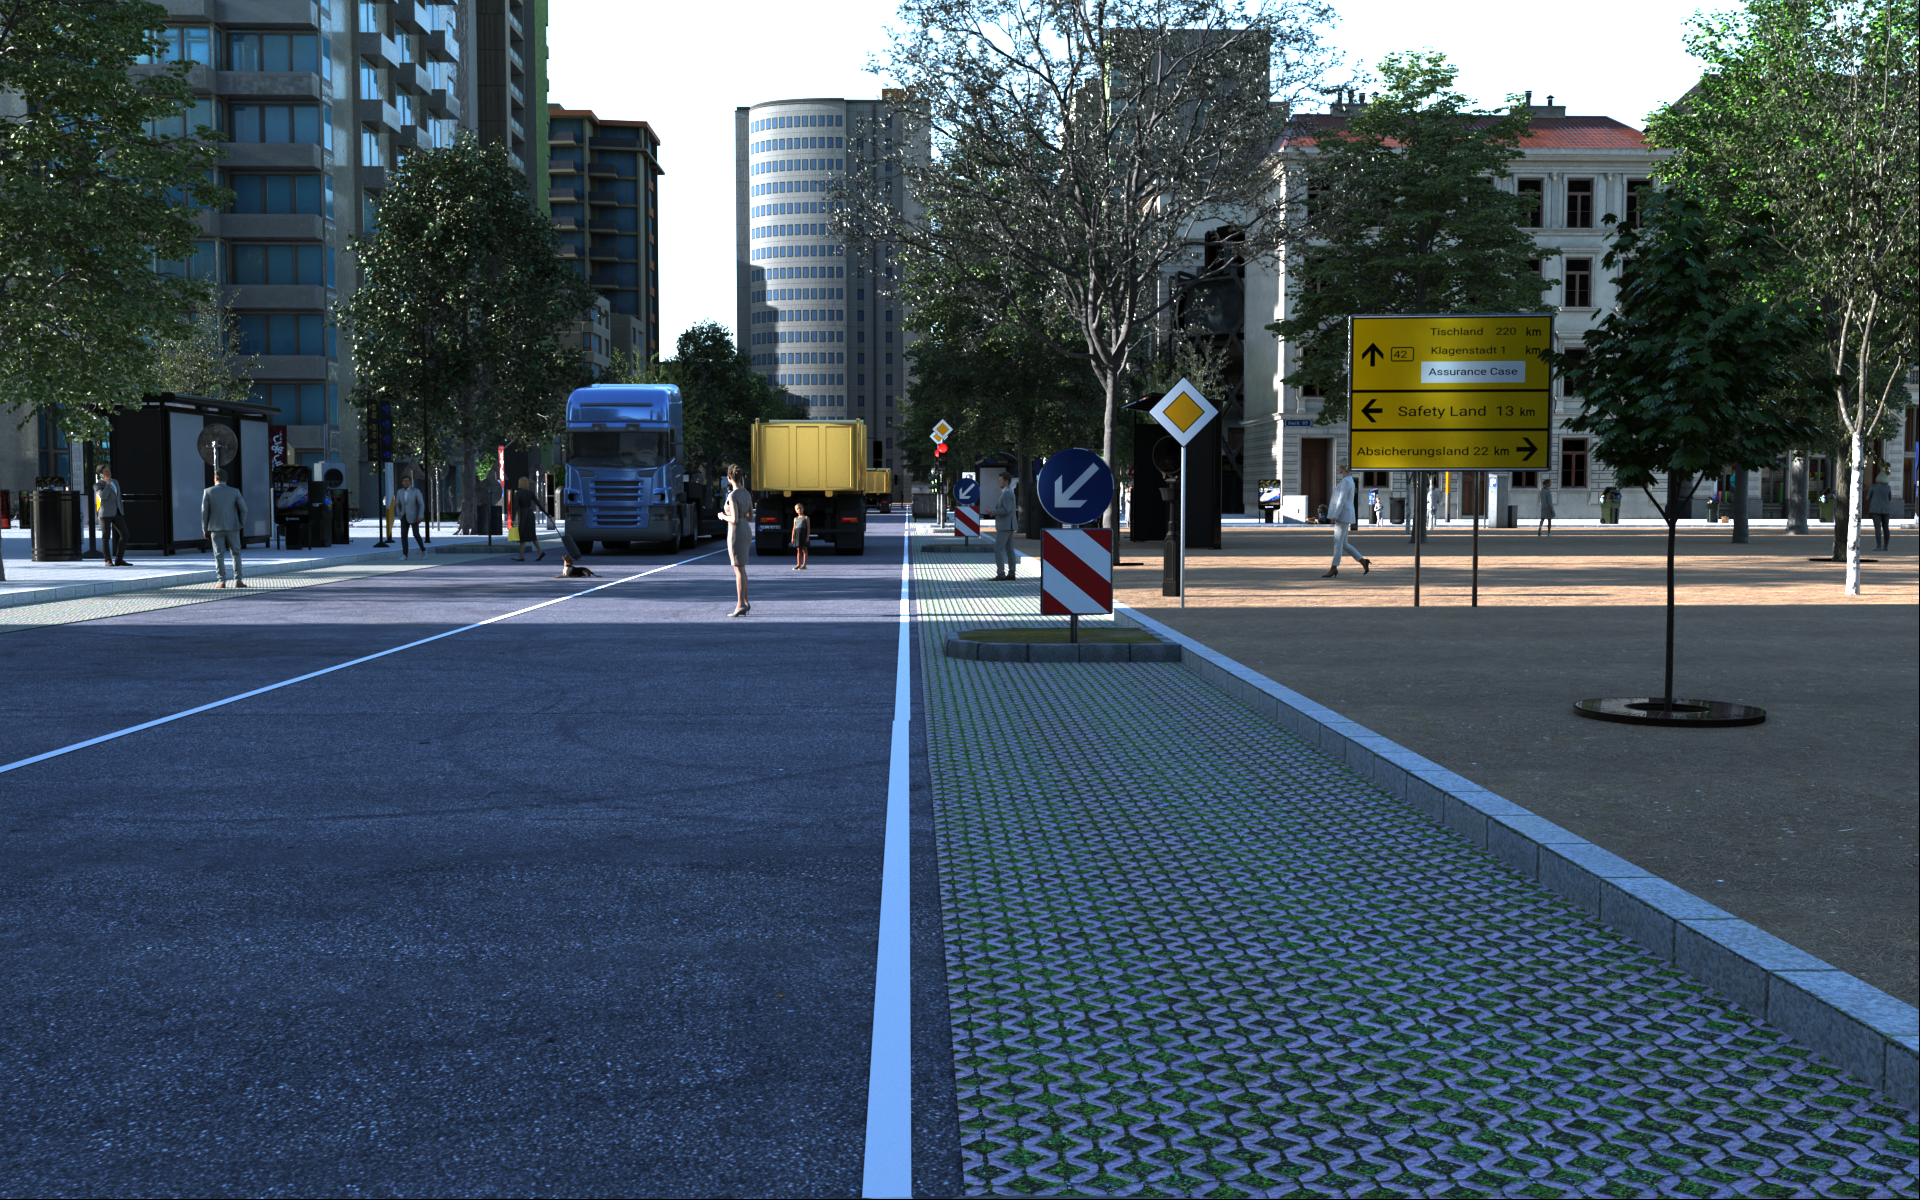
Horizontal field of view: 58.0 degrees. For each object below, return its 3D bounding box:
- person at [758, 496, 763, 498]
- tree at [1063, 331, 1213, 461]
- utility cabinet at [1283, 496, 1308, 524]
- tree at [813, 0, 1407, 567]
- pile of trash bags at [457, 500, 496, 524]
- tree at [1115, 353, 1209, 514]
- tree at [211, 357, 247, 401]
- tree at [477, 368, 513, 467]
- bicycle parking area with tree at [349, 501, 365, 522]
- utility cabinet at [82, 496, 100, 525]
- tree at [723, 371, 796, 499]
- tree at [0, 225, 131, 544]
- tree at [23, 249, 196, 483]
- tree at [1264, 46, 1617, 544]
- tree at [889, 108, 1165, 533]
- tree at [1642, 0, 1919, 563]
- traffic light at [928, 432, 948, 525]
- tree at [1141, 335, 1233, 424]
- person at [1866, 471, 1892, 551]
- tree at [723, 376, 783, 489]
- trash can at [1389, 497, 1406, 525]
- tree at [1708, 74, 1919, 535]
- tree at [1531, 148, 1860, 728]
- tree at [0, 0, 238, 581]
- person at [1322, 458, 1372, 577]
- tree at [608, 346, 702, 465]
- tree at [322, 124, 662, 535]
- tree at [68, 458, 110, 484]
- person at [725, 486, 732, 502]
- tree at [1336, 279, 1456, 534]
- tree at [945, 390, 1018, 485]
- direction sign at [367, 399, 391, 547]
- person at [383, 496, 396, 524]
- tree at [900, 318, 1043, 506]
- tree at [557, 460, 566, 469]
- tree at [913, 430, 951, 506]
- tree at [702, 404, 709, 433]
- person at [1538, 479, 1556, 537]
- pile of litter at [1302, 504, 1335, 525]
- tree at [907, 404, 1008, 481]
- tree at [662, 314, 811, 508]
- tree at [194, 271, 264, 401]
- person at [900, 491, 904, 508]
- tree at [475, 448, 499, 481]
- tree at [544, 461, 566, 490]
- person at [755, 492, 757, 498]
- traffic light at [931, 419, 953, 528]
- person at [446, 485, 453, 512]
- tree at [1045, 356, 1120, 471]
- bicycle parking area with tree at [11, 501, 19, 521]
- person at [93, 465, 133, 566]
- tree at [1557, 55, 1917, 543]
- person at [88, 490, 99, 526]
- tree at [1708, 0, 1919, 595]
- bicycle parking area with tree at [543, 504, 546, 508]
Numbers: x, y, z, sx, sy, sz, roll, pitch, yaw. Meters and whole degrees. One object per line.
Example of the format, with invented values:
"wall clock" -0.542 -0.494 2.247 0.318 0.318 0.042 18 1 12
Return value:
"person" -21.653 -11.321 191.108 1.348 1.831 0.705 0 4 0
"tree" 9.858 -9.979 97.566 8.767 10.594 7.601 0 4 4
"utility cabinet" 14.483 -3.893 74.808 1.020 1.237 0.306 2 4 30
"tree" 2.691 -7.376 30.960 12.009 13.543 11.850 0 3 0
"pile of trash bags" -19.969 -3.995 75.062 1.912 1.369 3.447 2 4 33
"tree" 11.111 -8.599 90.959 4.737 8.622 4.395 0 3 0
"tree" -32.898 -7.541 73.665 4.737 8.622 4.395 0 3 0
"tree" -26.163 -9.101 99.160 4.360 8.622 3.978 0 3 0
"bicycle parking area with tree" -31.864 -5.716 80.461 9.016 4.147 8.231 0 4 -5
"utility cabinet" -35.799 -3.652 70.879 1.020 1.237 0.306 0 4 -7
"tree" -18.490 -14.781 159.798 7.486 12.596 7.792 0 3 0
"tree" -22.491 -5.706 43.658 4.737 8.622 4.395 0 3 0
"tree" -25.062 -6.135 50.665 4.360 8.622 3.978 0 3 0
"tree" 11.876 -7.768 45.138 7.486 12.596 7.792 0 3 0
"tree" 2.206 -9.173 56.631 9.857 13.997 8.962 0 3 0
"tree" 16.678 -6.539 32.674 9.928 11.665 9.643 0 3 0
"traffic light" -0.905 -5.119 72.614 0.839 4.253 0.868 0 4 -2
"tree" 10.737 -7.960 80.515 4.360 8.622 3.978 0 3 0
"person" 20.722 -2.010 39.092 0.537 1.800 0.526 1 4 13
"tree" -18.301 -13.537 147.087 9.928 11.665 9.643 0 3 0
"trash can" 18.465 -3.759 73.118 0.748 1.137 0.748 0 3 0
"tree" 26.448 -9.039 54.439 9.857 13.997 8.962 0 3 0
"tree" 4.054 -0.928 9.782 1.663 3.219 1.824 0 3 0
"tree" -14.707 -6.555 25.294 7.486 12.596 7.792 0 3 0
"person" 5.973 -1.268 26.660 0.818 1.842 0.514 0 4 -2
"tree" -16.006 -8.252 85.277 4.737 8.622 4.395 0 3 0
"tree" -15.413 -8.394 54.243 9.611 12.733 9.660 0 3 0
"tree" -40.128 -5.229 80.087 1.663 3.219 1.824 0 3 0
"person" -10.618 -4.375 80.217 0.419 1.800 0.721 2 4 29
"tree" 14.069 -6.387 54.792 4.360 8.622 3.978 0 3 0
"tree" 1.240 -9.260 101.771 4.360 8.622 3.978 0 3 0
"direction sign" -13.950 -3.037 41.648 0.379 3.537 0.876 1 4 16
"person" -24.133 -3.952 73.247 0.503 1.515 0.523 -1 4 -21
"tree" -0.300 -11.785 110.808 7.486 12.596 7.792 0 3 0
"tree" -29.058 -9.076 132.099 4.285 4.588 4.351 0 3 0
"tree" -1.256 -15.982 187.064 9.928 11.665 9.643 0 3 0
"tree" -15.504 -8.673 92.165 4.737 8.622 4.395 0 3 0
"person" 17.602 -2.764 51.987 0.466 1.731 0.760 3 4 36
"pile of litter" 15.076 -3.607 72.938 1.719 0.858 1.176 -1 4 -13
"tree" -0.272 -12.137 132.859 8.767 10.594 7.601 1 4 10
"tree" -16.008 -11.852 110.787 9.611 12.733 9.660 0 3 0
"tree" -25.479 -6.568 57.743 4.360 8.622 3.978 0 3 0
"person" -5.876 -10.337 178.336 0.721 1.723 1.217 0 4 -7
"tree" -31.855 -8.286 119.195 4.285 4.588 4.351 0 3 0
"tree" -20.906 -5.906 91.157 1.663 3.219 1.824 0 3 0
"person" -19.900 -9.814 166.600 0.705 1.812 1.348 2 4 29
"traffic light" -0.664 -4.631 64.633 0.839 4.253 0.868 0 4 -2
"person" -27.589 -5.344 93.766 0.374 1.781 0.599 -3 4 -37
"tree" 8.439 -13.590 140.323 7.486 12.596 7.792 0 3 0
"bicycle parking area with tree" -47.342 -5.685 79.951 8.231 4.147 9.016 3 5 45
"person" -15.063 -1.502 30.785 0.473 1.802 0.592 3 4 36
"tree" 20.423 -7.720 44.352 7.486 12.596 7.792 0 3 0
"person" -32.056 -3.581 64.475 0.818 1.842 0.514 -1 4 -20
"tree" 11.654 -4.372 21.850 4.360 8.622 3.978 0 3 0
"bicycle parking area with tree" -31.458 -9.535 142.903 8.231 4.147 9.016 1 4 15
